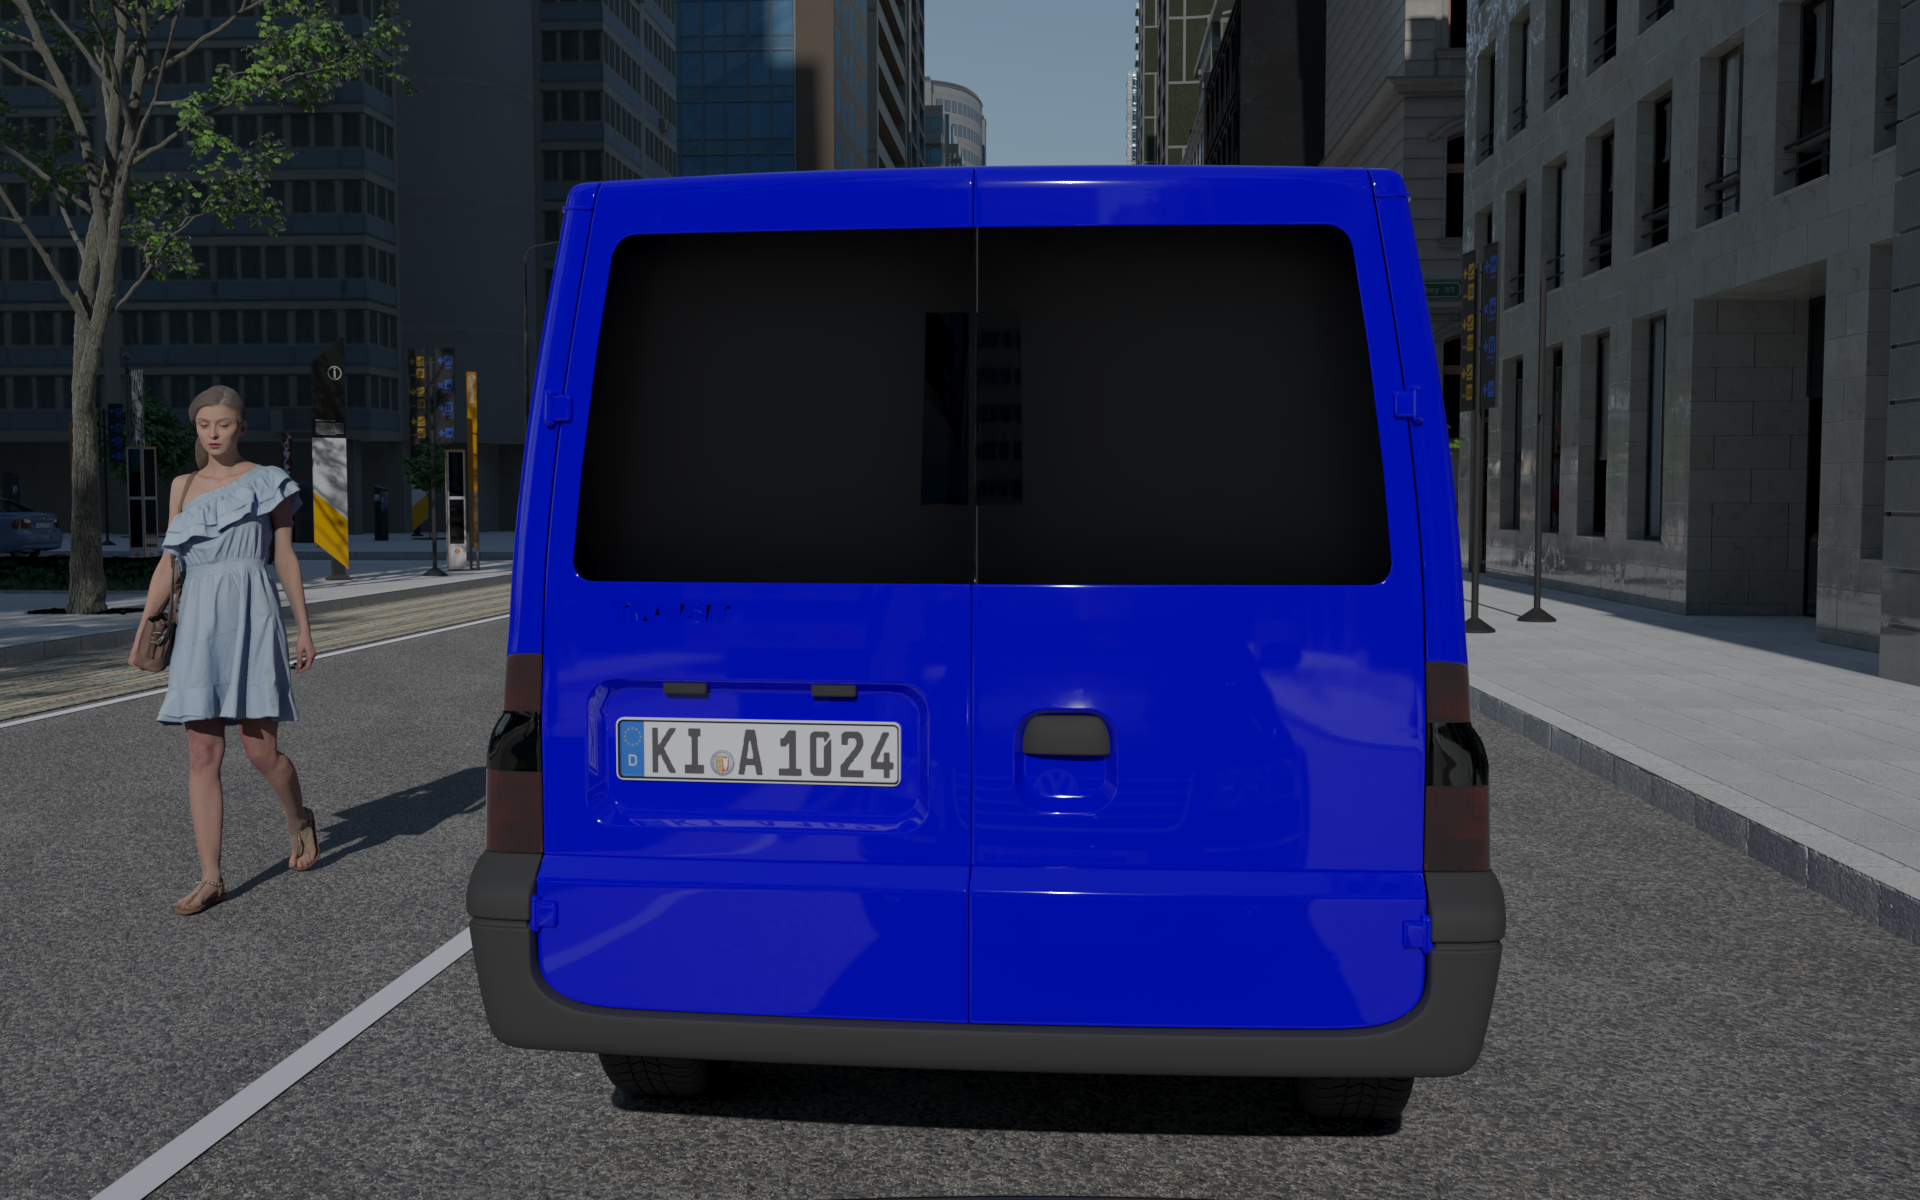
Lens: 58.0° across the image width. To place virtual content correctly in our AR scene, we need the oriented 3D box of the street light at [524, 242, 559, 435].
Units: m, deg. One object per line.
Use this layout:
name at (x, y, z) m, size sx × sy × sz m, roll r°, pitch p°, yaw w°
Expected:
street light at (-7.334, -3.605, 31.476) m, size 1.470 × 5.913 × 1.316 m, roll 0°, pitch 4°, yaw 4°

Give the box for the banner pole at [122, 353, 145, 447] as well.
banner pole at (-14.588, -2.484, 30.634) m, size 0.863 × 3.779 × 0.401 m, roll 3°, pitch 5°, yaw 41°

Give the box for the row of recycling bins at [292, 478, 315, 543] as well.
row of recycling bins at (-18.276, -2.392, 46.228) m, size 3.534 × 1.692 × 1.069 m, roll 2°, pitch 4°, yaw 30°

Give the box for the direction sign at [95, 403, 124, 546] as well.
direction sign at (-21.321, -3.133, 43.220) m, size 0.876 × 3.537 × 0.379 m, roll -3°, pitch 5°, yaw -43°

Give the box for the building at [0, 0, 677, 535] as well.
building at (-24.063, -22.805, 64.743) m, size 32.217 × 40.220 × 23.993 m, roll 0°, pitch 4°, yaw 4°

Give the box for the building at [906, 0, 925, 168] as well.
building at (-11.741, -44.546, 166.578) m, size 20.563 × 71.187 × 20.611 m, roll 0°, pitch 4°, yaw 4°

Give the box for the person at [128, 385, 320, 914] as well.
person at (-2.628, 0.146, 6.200) m, size 0.616 × 1.811 × 0.778 m, roll 0°, pitch 4°, yaw 7°

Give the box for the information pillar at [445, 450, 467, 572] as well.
information pillar at (-8.367, -1.484, 28.752) m, size 0.304 × 2.012 × 0.304 m, roll -1°, pitch 4°, yaw -20°

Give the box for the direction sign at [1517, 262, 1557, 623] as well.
direction sign at (5.820, -1.552, 17.369) m, size 0.379 × 3.537 × 0.876 m, roll 1°, pitch 4°, yaw 19°

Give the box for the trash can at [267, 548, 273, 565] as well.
trash can at (-12.798, -1.220, 31.597) m, size 0.748 × 1.137 × 0.748 m, roll 0°, pitch 3°, yaw 0°

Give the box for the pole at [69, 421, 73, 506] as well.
pole at (-24.705, -3.330, 48.297) m, size 0.158 × 3.312 × 0.155 m, roll 0°, pitch 3°, yaw 0°

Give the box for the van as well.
van at (0.263, -0.080, 5.697) m, size 2.240 × 2.365 × 5.245 m, roll 0°, pitch 4°, yaw 5°

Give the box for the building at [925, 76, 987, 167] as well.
building at (-7.451, -43.049, 245.841) m, size 21.231 × 58.520 × 28.212 m, roll 0°, pitch 4°, yaw 4°

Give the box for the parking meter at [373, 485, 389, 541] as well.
parking meter at (-15.870, -2.389, 47.478) m, size 0.372 × 1.533 × 0.369 m, roll 0°, pitch 3°, yaw 0°

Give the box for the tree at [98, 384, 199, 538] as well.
tree at (-24.237, -4.135, 51.317) m, size 4.285 × 4.588 × 4.351 m, roll 0°, pitch 3°, yaw 0°

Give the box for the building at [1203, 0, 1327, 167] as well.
building at (15.666, -14.292, 63.345) m, size 12.332 × 23.373 × 15.834 m, roll 0°, pitch 4°, yaw 4°

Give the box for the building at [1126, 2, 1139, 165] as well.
building at (33.417, -57.638, 255.046) m, size 22.319 × 86.520 × 31.000 m, roll 0°, pitch 4°, yaw 4°

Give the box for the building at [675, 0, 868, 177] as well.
building at (-12.598, -27.014, 91.790) m, size 14.600 × 45.320 × 14.200 m, roll 0°, pitch 4°, yaw 4°

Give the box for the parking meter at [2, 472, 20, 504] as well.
parking meter at (-25.539, -2.504, 46.647) m, size 0.255 × 1.863 × 0.399 m, roll 1°, pitch 4°, yaw 8°

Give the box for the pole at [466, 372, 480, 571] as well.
pole at (-8.170, -2.153, 29.049) m, size 0.158 × 3.312 × 0.155 m, roll 0°, pitch 3°, yaw 0°

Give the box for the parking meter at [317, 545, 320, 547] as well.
parking meter at (-15.300, -2.038, 41.730) m, size 0.372 × 1.533 × 0.369 m, roll 0°, pitch 3°, yaw 0°

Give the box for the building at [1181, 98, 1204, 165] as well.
building at (15.872, -14.224, 81.711) m, size 9.793 × 20.994 × 18.267 m, roll 0°, pitch 4°, yaw 4°

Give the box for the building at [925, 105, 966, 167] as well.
building at (-10.715, -36.471, 215.902) m, size 23.786 × 49.044 × 30.456 m, roll 0°, pitch 4°, yaw 4°

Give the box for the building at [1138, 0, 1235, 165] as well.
building at (30.458, -47.519, 215.179) m, size 20.563 × 71.187 × 20.611 m, roll 0°, pitch 4°, yaw 4°

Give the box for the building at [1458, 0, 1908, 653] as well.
building at (12.992, -10.090, 19.729) m, size 10.420 × 20.320 × 16.860 m, roll 0°, pitch 4°, yaw 4°

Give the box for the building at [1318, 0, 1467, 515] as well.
building at (21.616, -15.760, 45.064) m, size 23.554 × 28.519 × 14.401 m, roll 0°, pitch 4°, yaw 4°

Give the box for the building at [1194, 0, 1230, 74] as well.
building at (30.607, -26.767, 129.515) m, size 32.217 × 40.220 × 23.993 m, roll 0°, pitch 4°, yaw 4°

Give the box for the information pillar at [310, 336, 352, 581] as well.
information pillar at (-9.312, -2.096, 25.621) m, size 0.504 × 3.616 × 0.183 m, roll -3°, pitch 4°, yaw -38°

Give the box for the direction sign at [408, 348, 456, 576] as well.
direction sign at (-8.224, -2.143, 27.028) m, size 0.876 × 3.537 × 0.379 m, roll 1°, pitch 4°, yaw 23°

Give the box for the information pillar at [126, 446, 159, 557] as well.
information pillar at (-12.674, -1.368, 26.865) m, size 0.304 × 2.012 × 0.304 m, roll 1°, pitch 4°, yaw 17°

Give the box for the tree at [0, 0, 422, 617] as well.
tree at (-9.242, -5.664, 18.357) m, size 9.928 × 11.665 × 9.643 m, roll 0°, pitch 3°, yaw 0°

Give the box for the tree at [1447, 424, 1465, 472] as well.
tree at (6.402, -1.855, 24.925) m, size 1.663 × 3.219 × 1.824 m, roll 0°, pitch 3°, yaw 0°

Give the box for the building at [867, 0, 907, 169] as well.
building at (-15.445, -30.697, 125.599) m, size 21.300 × 48.544 × 21.600 m, roll 0°, pitch 4°, yaw 4°

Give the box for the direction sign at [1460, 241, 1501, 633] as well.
direction sign at (4.787, -1.469, 16.009) m, size 0.379 × 3.537 × 0.876 m, roll 0°, pitch 4°, yaw -4°

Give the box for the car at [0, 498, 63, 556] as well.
car at (-21.181, -1.476, 36.129) m, size 4.499 × 1.417 × 2.014 m, roll 0°, pitch 4°, yaw 4°

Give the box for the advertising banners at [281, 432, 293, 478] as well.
advertising banners at (-19.728, -3.266, 49.594) m, size 2.074 × 3.025 × 0.090 m, roll 2°, pitch 4°, yaw 33°

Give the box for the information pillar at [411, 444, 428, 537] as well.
information pillar at (-16.356, -3.731, 52.359) m, size 0.504 × 3.616 × 0.183 m, roll -2°, pitch 4°, yaw -30°

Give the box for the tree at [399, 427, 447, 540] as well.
tree at (-15.049, -3.319, 48.870) m, size 1.663 × 3.219 × 1.824 m, roll 0°, pitch 3°, yaw 0°
